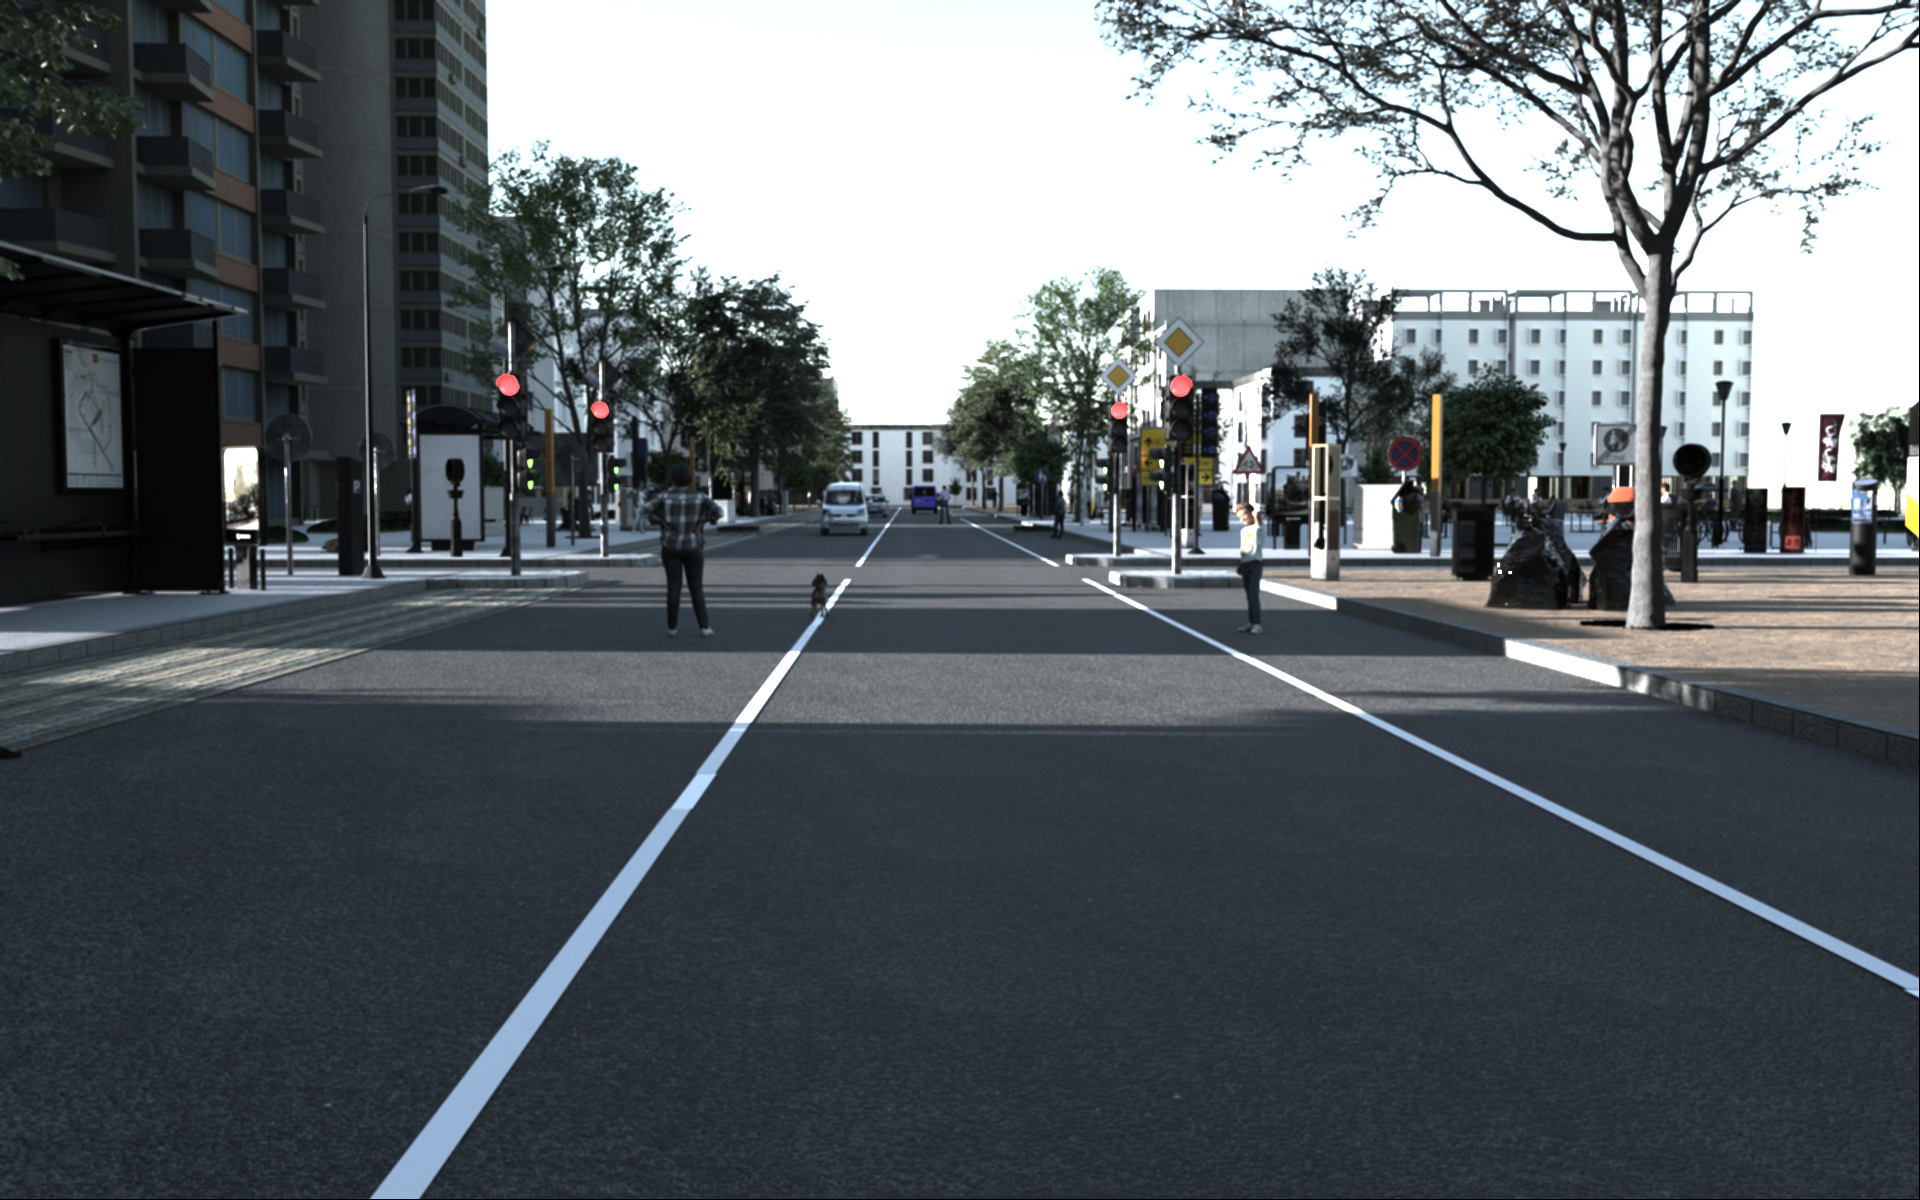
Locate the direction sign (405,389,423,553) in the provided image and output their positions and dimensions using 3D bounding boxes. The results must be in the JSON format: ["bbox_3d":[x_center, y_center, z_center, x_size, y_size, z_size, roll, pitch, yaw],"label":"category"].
[{"bbox_3d":[-11.952,-2.804,37.838,0.379,3.537,0.876,-2,4,-29],"label":"direction sign"}]

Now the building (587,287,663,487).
[{"bbox_3d":[-34.592,-18.839,164.431,11.380,20.091,16.016,0,4,-2],"label":"building"}]

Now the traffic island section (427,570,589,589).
[{"bbox_3d":[-7.064,-0.318,27.477,2.009,0.180,2.903,0,4,-2],"label":"traffic island section"}]

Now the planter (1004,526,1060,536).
[{"bbox_3d":[2.554,-2.428,60.837,1.991,0.319,1.994,0,4,-2],"label":"planter"}]

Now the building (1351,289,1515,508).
[{"bbox_3d":[44.514,-18.963,166.467,11.380,20.091,16.016,0,4,-2],"label":"building"}]

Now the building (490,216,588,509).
[{"bbox_3d":[-34.256,-15.863,115.777,16.016,20.091,11.380,0,4,-2],"label":"building"}]

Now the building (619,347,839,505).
[{"bbox_3d":[-31.169,-21.379,216.006,31.486,18.905,16.747,0,4,-2],"label":"building"}]

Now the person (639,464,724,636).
[{"bbox_3d":[-2.798,-0.506,17.494,0.841,1.734,0.376,0,4,-5],"label":"person"}]

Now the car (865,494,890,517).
[{"bbox_3d":[-5.403,-5.900,108.461,2.014,1.417,4.499,0,4,-1],"label":"car"}]

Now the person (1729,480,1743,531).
[{"bbox_3d":[26.620,-3.229,59.397,0.434,1.755,0.990,1,4,16],"label":"person"}]

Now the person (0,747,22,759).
[{"bbox_3d":[-5.227,0.198,9.174,0.340,1.345,0.435,-1,4,-14],"label":"person"}]

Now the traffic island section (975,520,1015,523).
[{"bbox_3d":[1.763,-3.979,87.924,1.991,0.108,1.994,0,4,-2],"label":"traffic island section"}]

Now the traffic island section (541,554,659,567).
[{"bbox_3d":[-7.291,-0.806,35.459,2.009,0.180,2.903,0,4,-2],"label":"traffic island section"}]

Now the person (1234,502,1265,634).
[{"bbox_3d":[3.012,-0.339,17.958,0.340,1.345,0.435,-2,4,-35],"label":"person"}]

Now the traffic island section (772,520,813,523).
[{"bbox_3d":[-8.459,-3.958,87.578,1.991,0.108,1.994,0,4,-2],"label":"traffic island section"}]

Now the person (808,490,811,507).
[{"bbox_3d":[-15.029,-10.112,172.316,0.436,1.711,0.756,1,4,9],"label":"person"}]

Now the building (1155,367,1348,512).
[{"bbox_3d":[20.957,-11.398,128.500,9.099,9.664,28.070,0,4,-2],"label":"building"}]

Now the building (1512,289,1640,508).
[{"bbox_3d":[55.960,-18.976,166.680,11.380,20.091,16.016,0,4,-2],"label":"building"}]

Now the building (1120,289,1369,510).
[{"bbox_3d":[24.773,-17.835,158.061,16.747,18.905,31.486,0,4,-2],"label":"building"}]

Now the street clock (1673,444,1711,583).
[{"bbox_3d":[10.557,-1.251,25.017,0.471,2.002,0.358,3,4,38],"label":"street clock"}]

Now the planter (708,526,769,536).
[{"bbox_3d":[-7.687,-2.402,60.406,1.991,0.319,1.994,0,4,-2],"label":"planter"}]

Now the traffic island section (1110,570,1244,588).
[{"bbox_3d":[3.494,-0.336,27.773,2.009,0.180,2.903,0,4,-2],"label":"traffic island section"}]

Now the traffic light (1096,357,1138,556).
[{"bbox_3d":[3.225,-2.857,35.639,0.839,4.253,0.868,0,4,-2],"label":"traffic light"}]

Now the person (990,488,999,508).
[{"bbox_3d":[3.331,-9.717,164.941,1.348,1.821,0.705,3,5,42],"label":"person"}]

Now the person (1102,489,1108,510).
[{"bbox_3d":[12.060,-8.372,143.642,1.217,1.735,0.721,0,4,1],"label":"person"}]

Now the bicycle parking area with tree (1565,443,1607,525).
[{"bbox_3d":[31.511,-5.165,71.445,9.016,4.147,8.231,-2,4,-27],"label":"bicycle parking area with tree"}]

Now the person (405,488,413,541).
[{"bbox_3d":[-14.902,-2.330,47.329,0.799,1.438,0.628,1,4,21],"label":"person"}]

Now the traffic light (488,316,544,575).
[{"bbox_3d":[-7.023,-2.350,27.344,0.839,4.253,0.868,0,4,-2],"label":"traffic light"}]

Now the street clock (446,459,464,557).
[{"bbox_3d":[-10.310,-1.886,35.401,0.358,2.002,0.471,-3,4,-37],"label":"street clock"}]

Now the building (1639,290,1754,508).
[{"bbox_3d":[67.325,-19.019,167.376,11.380,20.091,16.016,0,4,-2],"label":"building"}]

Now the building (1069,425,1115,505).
[{"bbox_3d":[27.041,-16.642,214.241,28.070,9.664,9.099,0,4,-2],"label":"building"}]

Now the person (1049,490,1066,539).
[{"bbox_3d":[3.168,-2.738,55.474,0.499,1.552,0.429,-2,4,-27],"label":"person"}]

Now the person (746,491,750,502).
[{"bbox_3d":[-23.375,-11.137,191.311,0.721,1.743,1.217,3,4,38],"label":"person"}]

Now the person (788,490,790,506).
[{"bbox_3d":[-18.466,-10.912,184.902,0.683,1.767,0.568,-1,4,-17],"label":"person"}]

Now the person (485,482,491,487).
[{"bbox_3d":[-17.642,-3.557,64.917,0.841,1.734,0.376,2,4,33],"label":"person"}]

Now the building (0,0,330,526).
[{"bbox_3d":[-36.378,-24.876,61.352,22.147,44.769,28.867,0,4,-2],"label":"building"}]

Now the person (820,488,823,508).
[{"bbox_3d":[-13.145,-9.701,164.595,0.705,1.831,1.348,-1,4,-9],"label":"person"}]

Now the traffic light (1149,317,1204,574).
[{"bbox_3d":[3.453,-2.369,27.658,0.839,4.253,0.868,0,4,-2],"label":"traffic light"}]

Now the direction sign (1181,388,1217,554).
[{"bbox_3d":[5.062,-2.752,36.994,0.876,3.537,0.379,-1,4,-13],"label":"direction sign"}]

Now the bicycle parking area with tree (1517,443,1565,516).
[{"bbox_3d":[35.542,-6.619,95.228,9.016,4.147,8.231,-2,4,-35],"label":"bicycle parking area with tree"}]

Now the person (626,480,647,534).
[{"bbox_3d":[-10.471,-3.040,56.474,0.376,1.734,0.841,3,5,43],"label":"person"}]

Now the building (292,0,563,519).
[{"bbox_3d":[-39.809,-24.703,95.773,32.217,40.220,23.993,0,4,-2],"label":"building"}]

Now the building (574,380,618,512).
[{"bbox_3d":[-31.344,-11.870,136.217,9.099,9.664,28.070,0,4,-2],"label":"building"}]

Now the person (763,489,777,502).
[{"bbox_3d":[-16.222,-8.628,147.785,1.217,1.739,0.721,1,4,9],"label":"person"}]

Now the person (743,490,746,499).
[{"bbox_3d":[-21.999,-10.348,176.145,0.541,1.710,0.530,-2,4,-30],"label":"person"}]

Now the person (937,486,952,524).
[{"bbox_3d":[-0.757,-4.549,82.746,0.709,1.838,0.599,-1,4,-14],"label":"person"}]

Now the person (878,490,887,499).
[{"bbox_3d":[-8.111,-10.305,176.993,1.348,1.823,0.705,-2,4,-33],"label":"person"}]

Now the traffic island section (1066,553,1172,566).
[{"bbox_3d":[3.266,-0.824,35.754,2.009,0.180,2.903,0,4,-2],"label":"traffic island section"}]

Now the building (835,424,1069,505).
[{"bbox_3d":[-1.291,-16.578,213.195,28.070,9.664,9.099,0,4,-2],"label":"building"}]

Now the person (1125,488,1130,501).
[{"bbox_3d":[15.297,-9.307,158.230,0.705,1.821,1.348,0,4,-7],"label":"person"}]

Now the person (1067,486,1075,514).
[{"bbox_3d":[7.080,-6.407,110.662,0.599,1.838,0.709,-3,5,-41],"label":"person"}]

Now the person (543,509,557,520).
[{"bbox_3d":[-20.294,-4.355,85.530,0.859,0.850,0.655,0,4,1],"label":"person"}]

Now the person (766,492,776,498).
[{"bbox_3d":[-19.169,-10.330,174.919,1.348,1.826,0.705,-2,4,-34],"label":"person"}]

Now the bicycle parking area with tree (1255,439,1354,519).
[{"bbox_3d":[18.919,-6.193,88.251,9.016,4.147,8.231,3,4,38],"label":"bicycle parking area with tree"}]

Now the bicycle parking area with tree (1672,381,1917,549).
[{"bbox_3d":[22.032,-3.474,43.803,8.231,4.147,9.016,2,4,24],"label":"bicycle parking area with tree"}]

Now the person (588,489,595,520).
[{"bbox_3d":[-17.978,-4.727,83.784,0.683,1.767,0.568,-2,4,-32],"label":"person"}]

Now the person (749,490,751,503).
[{"bbox_3d":[-22.193,-10.839,183.934,0.551,1.740,0.621,3,4,38],"label":"person"}]

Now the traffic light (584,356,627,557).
[{"bbox_3d":[-7.251,-2.838,35.326,0.839,4.253,0.868,0,4,-2],"label":"traffic light"}]
